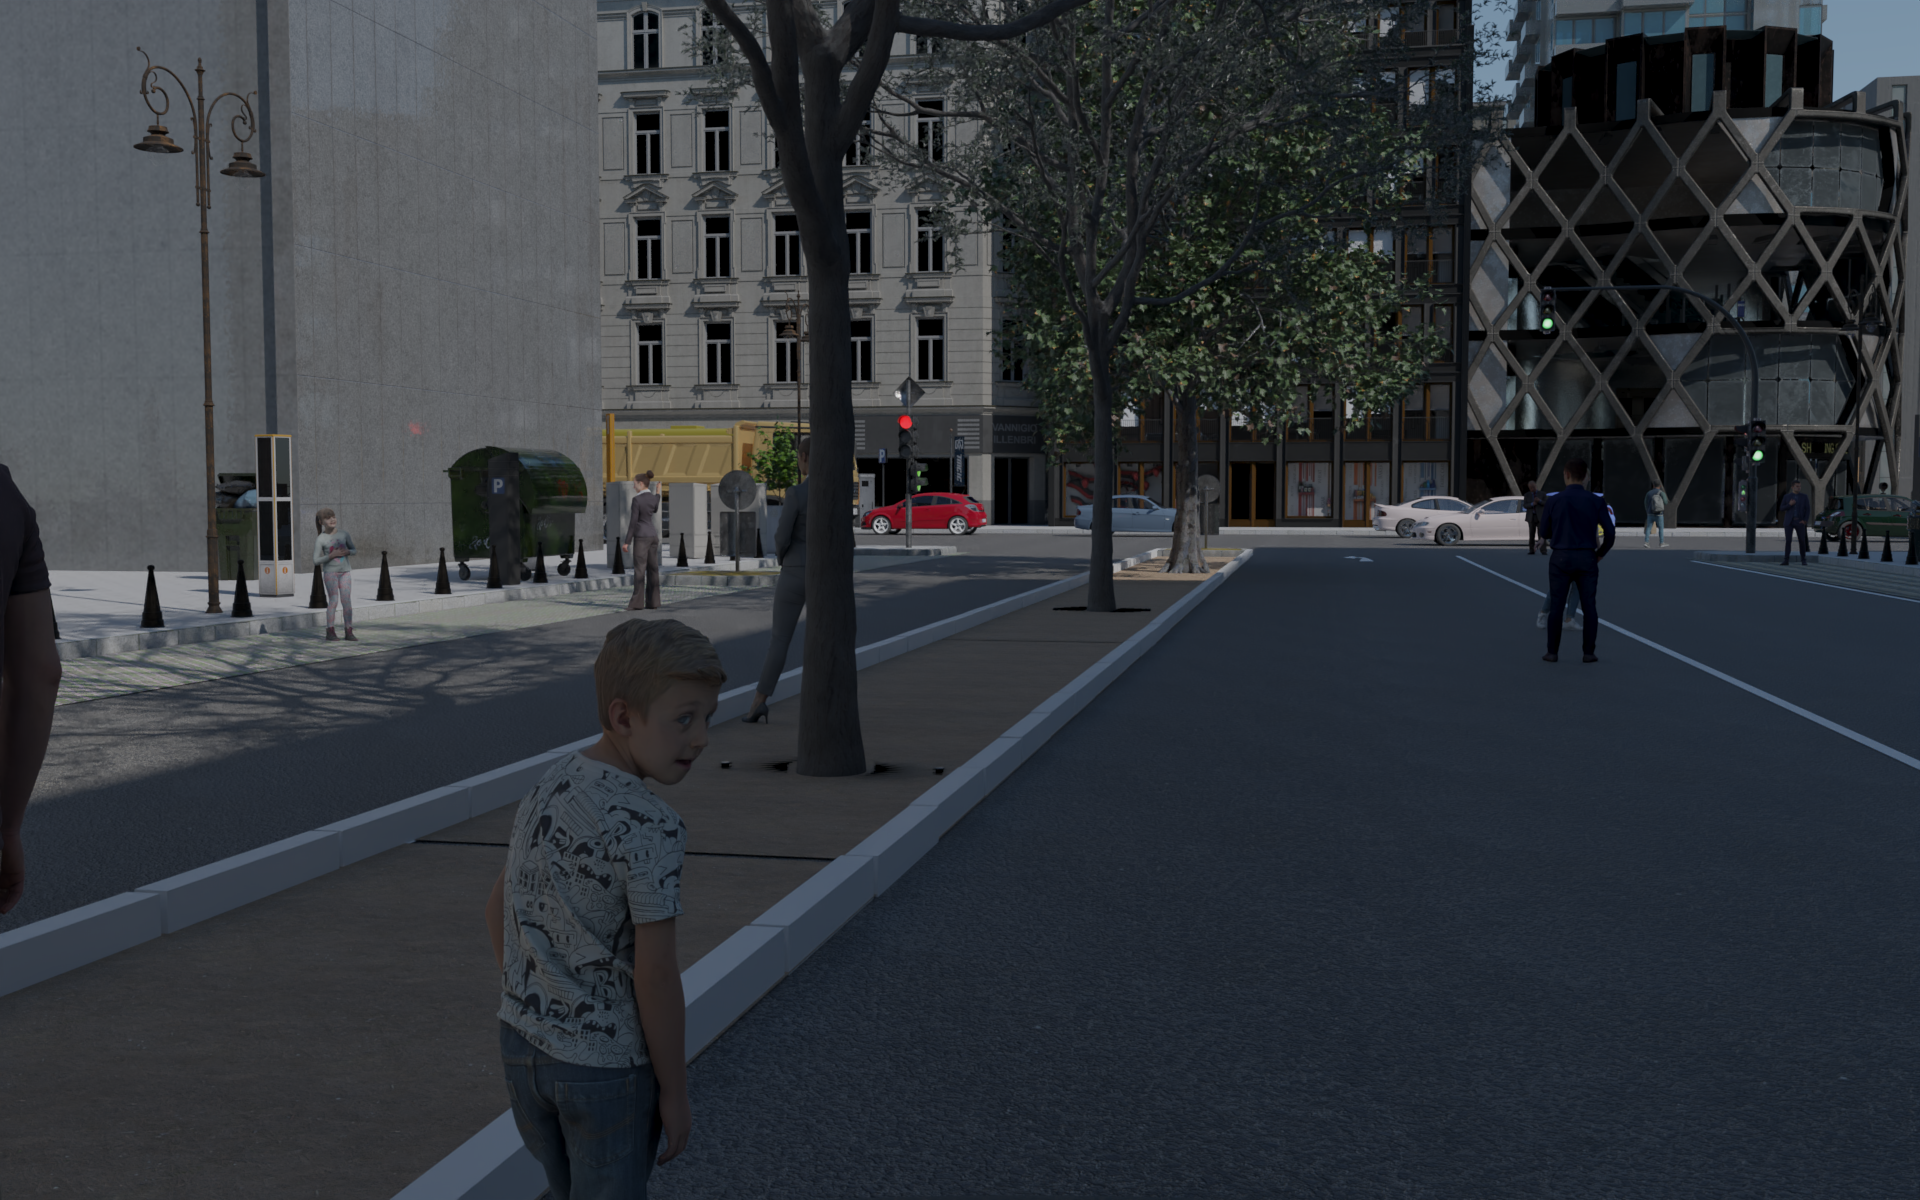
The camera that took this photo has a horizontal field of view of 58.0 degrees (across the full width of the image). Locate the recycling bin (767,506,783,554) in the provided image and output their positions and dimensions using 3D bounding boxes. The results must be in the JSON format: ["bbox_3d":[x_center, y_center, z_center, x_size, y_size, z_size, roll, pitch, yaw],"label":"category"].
[{"bbox_3d":[-4.180,-1.526,37.504,0.722,1.027,0.722,0,4,-2],"label":"recycling bin"}]

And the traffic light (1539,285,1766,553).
[{"bbox_3d":[15.051,-3.858,37.744,4.771,5.953,1.251,1,4,12],"label":"traffic light"}]

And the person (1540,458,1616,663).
[{"bbox_3d":[5.266,-0.344,14.834,0.576,1.737,0.504,1,4,8],"label":"person"}]

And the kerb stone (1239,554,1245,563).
[{"bbox_3d":[5.602,-0.773,34.827,0.120,0.150,1.000,1,4,12],"label":"kerb stone"}]

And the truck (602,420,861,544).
[{"bbox_3d":[-6.819,-3.127,47.051,9.791,3.379,3.469,1,4,11],"label":"truck"}]

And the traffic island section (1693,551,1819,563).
[{"bbox_3d":[17.154,-0.935,37.565,2.009,0.180,2.903,1,4,12],"label":"traffic island section"}]

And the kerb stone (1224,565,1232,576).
[{"bbox_3d":[4.558,-0.465,29.803,0.120,0.150,1.000,1,4,12],"label":"kerb stone"}]

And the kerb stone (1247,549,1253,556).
[{"bbox_3d":[6.444,-1.019,38.851,0.120,0.150,1.000,1,4,12],"label":"kerb stone"}]

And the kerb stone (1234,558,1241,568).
[{"bbox_3d":[5.190,-0.650,32.819,0.120,0.150,1.000,1,4,12],"label":"kerb stone"}]

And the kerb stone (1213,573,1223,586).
[{"bbox_3d":[3.932,-0.278,26.779,0.120,0.150,1.000,1,4,12],"label":"kerb stone"}]

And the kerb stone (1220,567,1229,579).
[{"bbox_3d":[4.351,-0.403,28.791,0.120,0.150,1.000,1,4,12],"label":"kerb stone"}]

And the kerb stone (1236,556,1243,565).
[{"bbox_3d":[5.397,-0.711,33.823,0.120,0.150,1.000,1,4,12],"label":"kerb stone"}]

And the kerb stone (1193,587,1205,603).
[{"bbox_3d":[3.094,-0.034,22.750,0.120,0.150,1.000,1,4,12],"label":"kerb stone"}]

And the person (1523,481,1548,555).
[{"bbox_3d":[13.596,-1.938,40.880,0.565,1.739,0.600,0,4,0],"label":"person"}]

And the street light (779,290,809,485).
[{"bbox_3d":[-3.662,-4.076,39.426,0.468,5.910,1.993,1,4,12],"label":"street light"}]

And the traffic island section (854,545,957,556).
[{"bbox_3d":[-1.244,-1.169,41.386,2.009,0.180,2.903,1,4,12],"label":"traffic island section"}]

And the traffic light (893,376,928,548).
[{"bbox_3d":[-1.206,-3.200,41.243,0.839,4.253,0.868,1,4,12],"label":"traffic light"}]

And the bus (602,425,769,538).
[{"bbox_3d":[-12.447,-4.069,58.074,12.252,3.916,2.896,1,4,10],"label":"bus"}]

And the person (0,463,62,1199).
[{"bbox_3d":[-1.647,0.369,2.595,0.434,1.807,0.598,2,4,24],"label":"person"}]

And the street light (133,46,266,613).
[{"bbox_3d":[-8.049,-2.797,18.514,0.468,5.910,1.993,1,4,12],"label":"street light"}]

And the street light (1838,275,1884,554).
[{"bbox_3d":[19.021,-3.909,36.694,0.468,5.910,1.993,1,4,12],"label":"street light"}]

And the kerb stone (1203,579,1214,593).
[{"bbox_3d":[3.511,-0.158,24.773,0.120,0.150,1.000,1,4,12],"label":"kerb stone"}]

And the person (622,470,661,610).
[{"bbox_3d":[-3.940,-0.750,21.571,0.445,1.727,0.742,0,4,-1],"label":"person"}]

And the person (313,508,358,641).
[{"bbox_3d":[-6.035,-0.247,16.818,0.394,1.301,0.425,2,4,33],"label":"person"}]

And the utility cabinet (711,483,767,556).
[{"bbox_3d":[-4.540,-1.639,35.481,1.173,1.500,0.318,2,4,26],"label":"utility cabinet"}]

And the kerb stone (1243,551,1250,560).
[{"bbox_3d":[6.026,-0.895,36.837,0.120,0.150,1.000,1,4,12],"label":"kerb stone"}]

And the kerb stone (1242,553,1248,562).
[{"bbox_3d":[5.816,-0.834,35.834,0.120,0.150,1.000,1,4,12],"label":"kerb stone"}]

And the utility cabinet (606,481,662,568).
[{"bbox_3d":[-5.662,-1.309,30.073,0.318,1.500,1.173,2,4,27],"label":"utility cabinet"}]

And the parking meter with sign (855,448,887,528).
[{"bbox_3d":[-3.661,-4.263,65.969,1.738,3.016,0.543,-2,4,-30],"label":"parking meter with sign"}]

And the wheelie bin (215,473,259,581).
[{"bbox_3d":[-10.712,-1.097,25.846,0.980,1.594,0.693,0,4,2],"label":"wheelie bin"}]

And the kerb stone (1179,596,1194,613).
[{"bbox_3d":[2.671,0.089,20.740,0.120,0.150,1.000,1,4,12],"label":"kerb stone"}]

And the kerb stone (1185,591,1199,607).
[{"bbox_3d":[2.879,0.028,21.743,0.120,0.150,1.000,1,4,12],"label":"kerb stone"}]

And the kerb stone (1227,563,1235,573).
[{"bbox_3d":[4.767,-0.527,30.813,0.120,0.150,1.000,1,4,12],"label":"kerb stone"}]

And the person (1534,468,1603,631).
[{"bbox_3d":[6.329,-0.555,18.241,0.731,1.740,0.598,-2,4,-28],"label":"person"}]

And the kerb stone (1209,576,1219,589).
[{"bbox_3d":[3.722,-0.219,25.776,0.120,0.150,1.000,1,4,12],"label":"kerb stone"}]

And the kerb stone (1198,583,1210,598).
[{"bbox_3d":[3.303,-0.095,23.753,0.120,0.150,1.000,1,4,12],"label":"kerb stone"}]

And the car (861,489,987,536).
[{"bbox_3d":[-1.301,-3.176,60.971,4.494,1.783,2.155,1,4,12],"label":"car"}]

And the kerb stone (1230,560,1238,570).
[{"bbox_3d":[4.977,-0.588,31.817,0.120,0.150,1.000,1,4,12],"label":"kerb stone"}]

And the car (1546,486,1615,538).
[{"bbox_3d":[19.980,-2.964,58.047,3.694,1.707,1.945,1,4,13],"label":"car"}]

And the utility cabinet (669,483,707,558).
[{"bbox_3d":[-5.429,-1.588,34.645,0.318,1.500,1.173,-2,4,-33],"label":"utility cabinet"}]

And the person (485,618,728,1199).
[{"bbox_3d":[-0.519,0.650,2.549,0.352,1.250,0.332,-1,4,-12],"label":"person"}]

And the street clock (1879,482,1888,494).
[{"bbox_3d":[56.505,-6.205,106.028,0.471,2.002,0.358,-1,4,-9],"label":"street clock"}]

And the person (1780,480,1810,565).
[{"bbox_3d":[16.668,-1.539,34.584,0.541,1.710,0.530,3,4,38],"label":"person"}]

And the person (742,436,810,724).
[{"bbox_3d":[-1.035,-0.126,10.833,0.573,1.790,0.520,2,4,30],"label":"person"}]

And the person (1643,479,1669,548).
[{"bbox_3d":[18.483,-2.302,46.117,0.713,1.824,0.794,-2,4,-27],"label":"person"}]

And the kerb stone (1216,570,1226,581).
[{"bbox_3d":[4.144,-0.342,27.787,0.120,0.150,1.000,1,4,12],"label":"kerb stone"}]

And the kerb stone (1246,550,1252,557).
[{"bbox_3d":[6.240,-0.955,37.842,0.120,0.150,1.000,1,4,12],"label":"kerb stone"}]
